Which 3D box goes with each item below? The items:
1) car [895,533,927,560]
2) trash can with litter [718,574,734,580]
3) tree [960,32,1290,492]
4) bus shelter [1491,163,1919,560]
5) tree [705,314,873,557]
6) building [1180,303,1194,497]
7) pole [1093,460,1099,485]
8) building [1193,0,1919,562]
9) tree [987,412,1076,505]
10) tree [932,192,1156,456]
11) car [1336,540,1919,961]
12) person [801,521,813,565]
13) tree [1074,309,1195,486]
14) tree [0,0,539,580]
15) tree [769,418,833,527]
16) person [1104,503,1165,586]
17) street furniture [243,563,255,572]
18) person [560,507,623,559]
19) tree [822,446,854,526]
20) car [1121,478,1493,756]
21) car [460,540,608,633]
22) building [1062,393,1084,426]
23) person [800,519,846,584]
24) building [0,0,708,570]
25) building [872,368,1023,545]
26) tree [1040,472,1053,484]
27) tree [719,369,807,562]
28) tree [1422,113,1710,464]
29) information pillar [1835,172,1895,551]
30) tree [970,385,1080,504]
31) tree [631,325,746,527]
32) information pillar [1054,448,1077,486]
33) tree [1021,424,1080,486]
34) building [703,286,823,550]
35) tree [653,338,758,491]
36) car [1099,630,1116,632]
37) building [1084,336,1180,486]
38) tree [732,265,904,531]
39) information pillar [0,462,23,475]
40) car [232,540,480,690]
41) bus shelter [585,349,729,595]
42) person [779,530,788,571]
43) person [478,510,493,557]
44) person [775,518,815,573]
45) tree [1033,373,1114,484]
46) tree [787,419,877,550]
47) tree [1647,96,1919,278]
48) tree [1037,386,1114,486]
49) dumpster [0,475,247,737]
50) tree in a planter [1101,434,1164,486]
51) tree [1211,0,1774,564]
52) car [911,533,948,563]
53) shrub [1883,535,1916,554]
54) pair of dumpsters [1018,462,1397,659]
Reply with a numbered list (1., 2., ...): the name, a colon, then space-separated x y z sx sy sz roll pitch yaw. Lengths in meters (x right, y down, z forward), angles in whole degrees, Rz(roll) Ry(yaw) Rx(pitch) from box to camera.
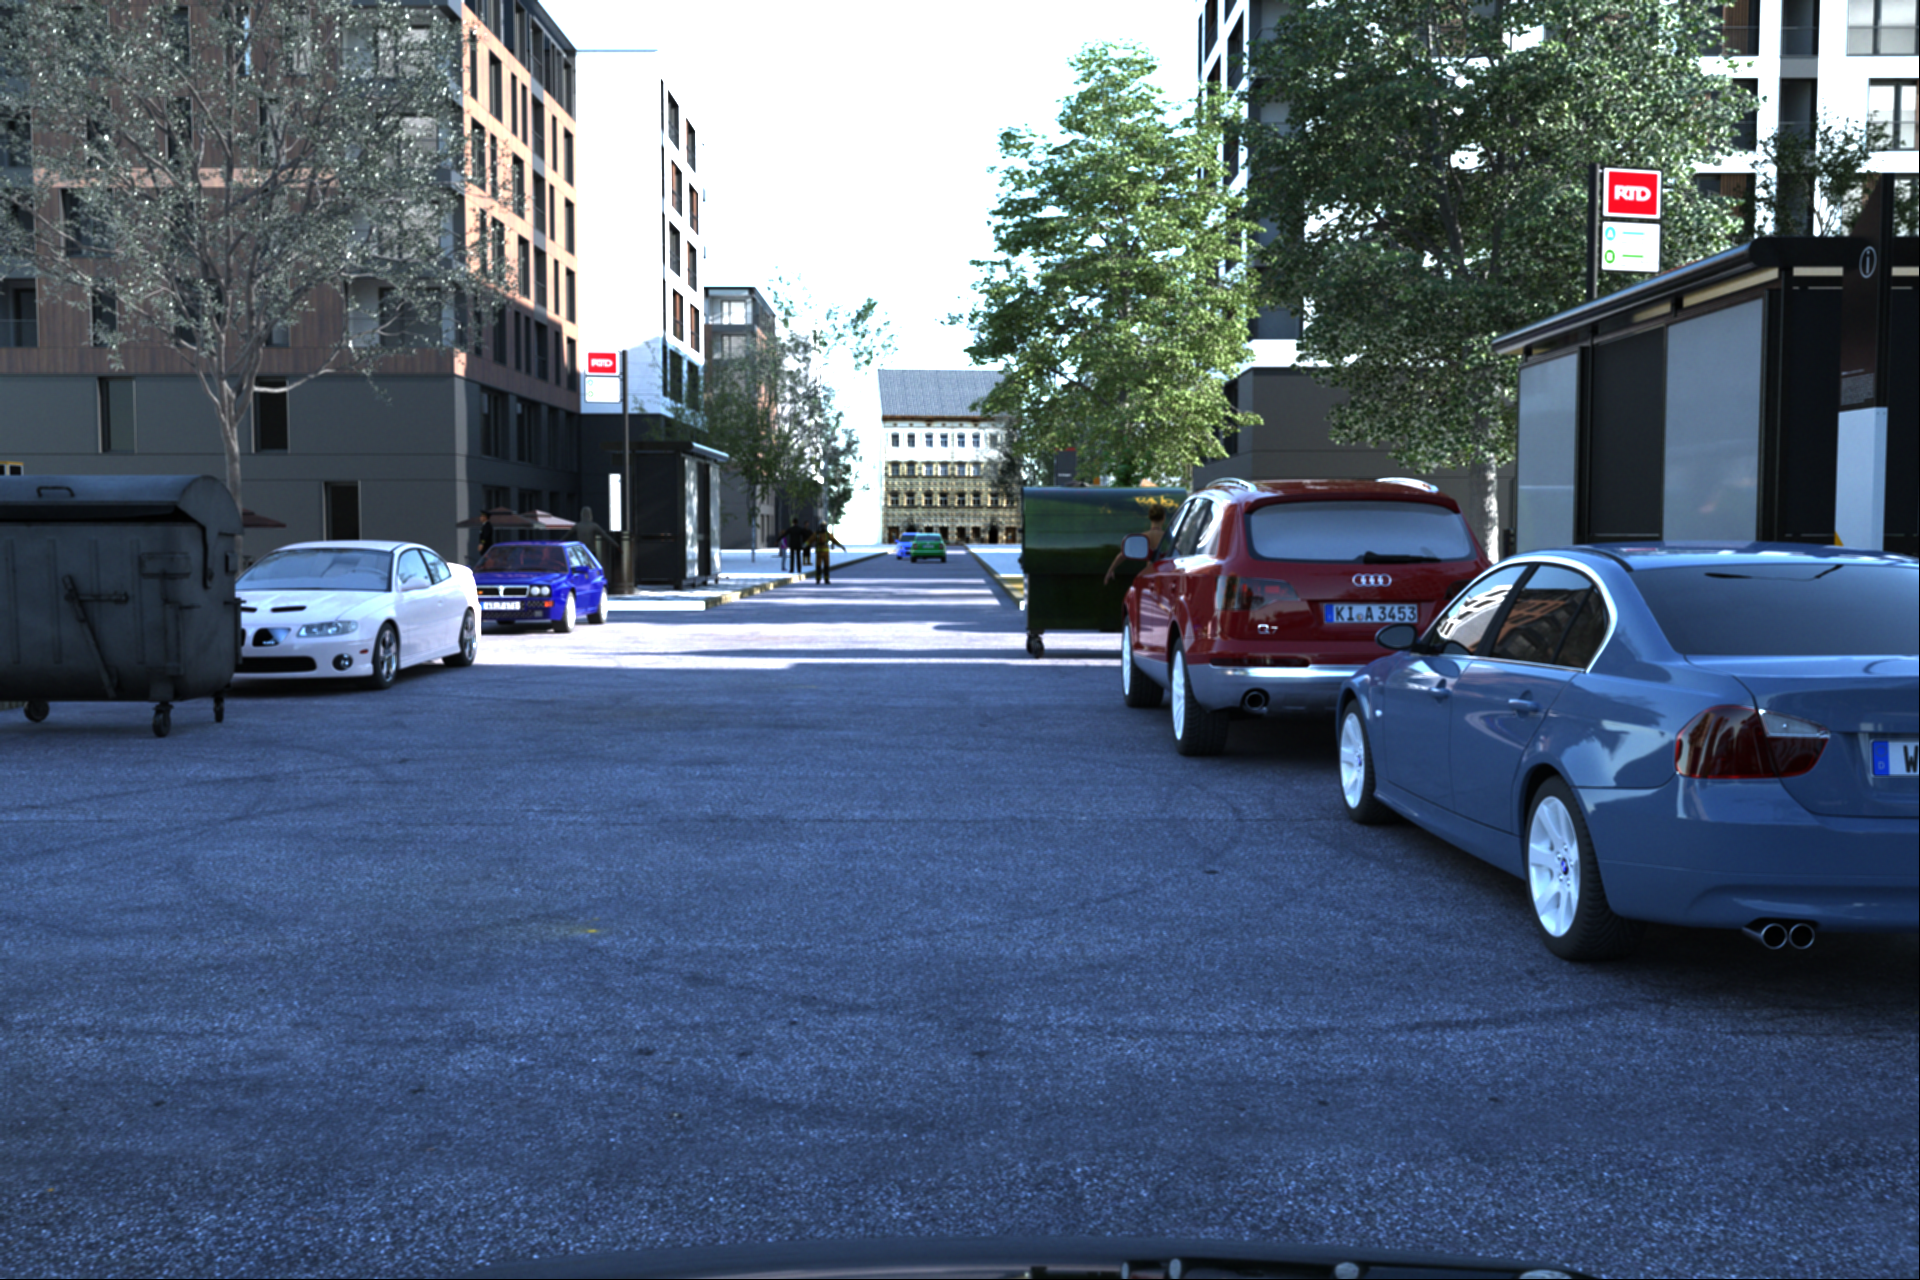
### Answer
1. car: -2.705 -5.411 98.059 1.945 1.707 3.694 0 4 -1
2. trash can with litter: -7.092 -2.357 49.602 1.678 1.210 2.233 0 4 -1
3. tree: 3.790 -7.480 40.421 7.486 12.596 7.792 0 3 0
4. bus shelter: 6.628 -2.380 16.541 2.179 5.291 8.768 0 4 0
5. tree: -10.009 -11.382 96.458 12.009 13.543 11.850 0 3 0
6. building: 24.618 -17.136 111.100 19.493 23.208 18.063 0 3 0
7. pole: 3.683 -3.241 46.839 0.158 3.312 0.155 0 3 0
8. building: 22.958 -13.761 68.973 27.936 21.610 32.646 0 4 0
9. tree: 5.516 -11.457 121.734 7.601 10.594 8.767 -1 4 -18
10. tree: 4.174 -14.811 98.051 12.611 20.169 13.585 0 3 0
11. car: 2.837 0.299 7.121 2.014 1.417 4.499 0 4 -1
12. person: -6.292 -3.987 71.322 0.704 1.812 1.346 3 5 43
13. tree: 5.435 -6.425 55.410 4.737 8.622 4.395 0 3 0
14. tree: -12.338 -7.264 29.143 12.009 13.543 11.850 0 3 0
15. tree: -10.100 -9.601 107.338 4.737 8.622 4.395 0 3 0
16. person: 1.987 -0.485 17.196 1.217 1.733 0.721 2 4 28
17. street furniture: -20.150 -2.139 50.592 10.072 0.657 5.734 -1 4 -15
18. person: -7.227 -1.680 33.595 1.348 1.813 0.705 0 4 3
19. tree: -18.392 -19.523 225.862 9.857 13.997 8.962 0 3 0
20. car: 2.394 -0.248 12.736 2.281 1.827 5.304 0 4 -1
21. car: -6.493 -0.838 26.274 1.945 1.354 3.894 0 4 -1
22. building: 21.553 -22.853 204.570 19.493 23.208 18.063 0 4 0
23. person: -3.946 -2.540 49.747 1.354 1.858 0.705 -1 4 -14
24. building: -26.664 -13.904 71.301 27.936 21.610 32.646 0 3 0
25. building: -1.968 -24.196 228.986 18.063 23.208 19.493 0 4 -6
26. tree: 14.722 -19.628 227.576 9.857 13.997 8.962 0 3 0
27. tree: -9.184 -7.843 78.602 4.737 8.622 4.395 0 3 0
28. tree: 16.002 -7.790 45.492 7.486 12.596 7.792 0 3 0
29. information pillar: 6.008 -1.234 11.532 0.183 3.616 0.504 0 3 0
30. tree: 5.704 -13.781 135.683 12.009 13.543 11.850 0 3 0
31. tree: -9.407 -6.770 61.057 4.360 8.622 3.978 0 3 0
32. information pillar: 3.178 -3.843 52.213 0.750 3.857 0.750 0 4 -2
33. tree: 5.697 -9.965 113.295 4.360 8.622 3.978 0 3 0
34. building: -27.584 -19.273 159.094 27.936 21.610 32.646 0 4 -1
35. tree: -9.507 -7.017 65.093 4.360 8.622 3.978 0 3 0
36. car: 2.884 -0.865 26.730 1.945 1.354 3.894 0 4 0
37. building: 21.129 -18.168 163.504 16.747 18.905 31.486 0 4 0
38. tree: -11.172 -16.416 124.289 12.611 20.169 13.585 0 3 0
39. information pillar: -9.782 -0.809 17.720 0.304 2.012 0.304 0 4 -1
40. car: -6.209 -0.309 17.421 2.083 1.381 4.827 0 4 -1
41. bus shelter: -7.063 -3.842 40.441 2.179 5.291 8.768 0 3 0
42. person: -6.091 -3.134 60.508 0.599 1.433 0.991 0 4 -2
43. person: -11.013 -2.093 40.161 0.705 1.837 1.347 -1 4 -12
44. person: -5.452 -3.124 57.301 1.346 1.802 0.704 -1 4 -14
45. tree: 5.518 -7.856 78.806 4.360 8.622 3.978 0 3 0
46. tree: -10.377 -12.516 139.044 8.767 10.594 7.601 1 4 12
47. tree: 18.781 -6.234 36.344 8.767 10.594 7.601 0 4 4
48. tree: 6.111 -8.173 83.996 4.360 8.622 3.978 0 3 0
49. dumpster: -6.345 -0.271 12.646 1.865 1.857 1.264 0 4 0
50. tree in a planter: 3.013 -2.064 30.973 1.991 3.239 1.994 0 4 -1
51. tree: 9.137 -7.521 29.622 9.857 13.997 8.962 0 3 0
52. car: -1.600 -4.851 88.117 1.959 1.807 4.718 0 4 -1
53. shrub: 27.819 -2.901 51.844 1.690 2.028 1.600 0 3 0
54. pair of dumpsters: 2.895 -0.942 20.348 4.436 2.255 1.574 0 3 0
